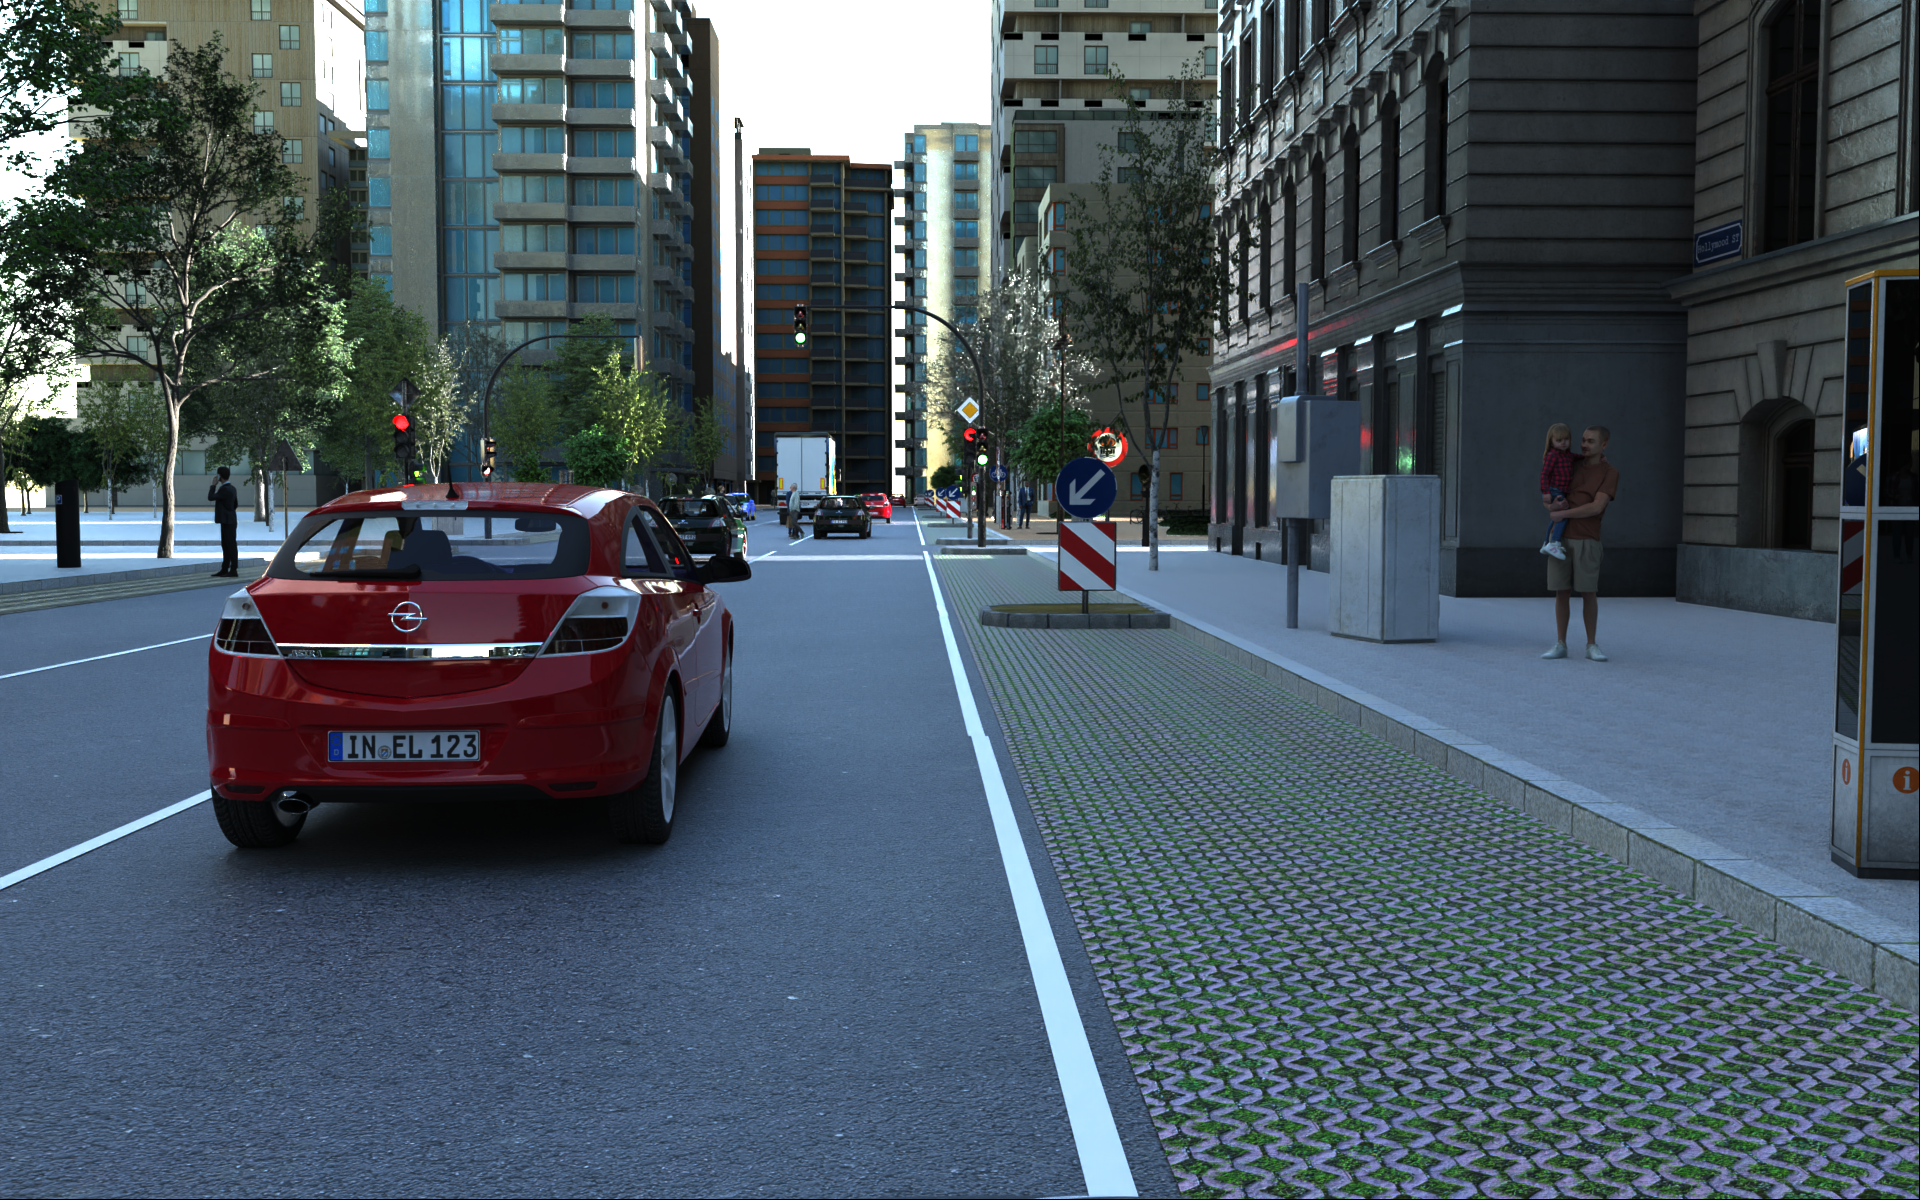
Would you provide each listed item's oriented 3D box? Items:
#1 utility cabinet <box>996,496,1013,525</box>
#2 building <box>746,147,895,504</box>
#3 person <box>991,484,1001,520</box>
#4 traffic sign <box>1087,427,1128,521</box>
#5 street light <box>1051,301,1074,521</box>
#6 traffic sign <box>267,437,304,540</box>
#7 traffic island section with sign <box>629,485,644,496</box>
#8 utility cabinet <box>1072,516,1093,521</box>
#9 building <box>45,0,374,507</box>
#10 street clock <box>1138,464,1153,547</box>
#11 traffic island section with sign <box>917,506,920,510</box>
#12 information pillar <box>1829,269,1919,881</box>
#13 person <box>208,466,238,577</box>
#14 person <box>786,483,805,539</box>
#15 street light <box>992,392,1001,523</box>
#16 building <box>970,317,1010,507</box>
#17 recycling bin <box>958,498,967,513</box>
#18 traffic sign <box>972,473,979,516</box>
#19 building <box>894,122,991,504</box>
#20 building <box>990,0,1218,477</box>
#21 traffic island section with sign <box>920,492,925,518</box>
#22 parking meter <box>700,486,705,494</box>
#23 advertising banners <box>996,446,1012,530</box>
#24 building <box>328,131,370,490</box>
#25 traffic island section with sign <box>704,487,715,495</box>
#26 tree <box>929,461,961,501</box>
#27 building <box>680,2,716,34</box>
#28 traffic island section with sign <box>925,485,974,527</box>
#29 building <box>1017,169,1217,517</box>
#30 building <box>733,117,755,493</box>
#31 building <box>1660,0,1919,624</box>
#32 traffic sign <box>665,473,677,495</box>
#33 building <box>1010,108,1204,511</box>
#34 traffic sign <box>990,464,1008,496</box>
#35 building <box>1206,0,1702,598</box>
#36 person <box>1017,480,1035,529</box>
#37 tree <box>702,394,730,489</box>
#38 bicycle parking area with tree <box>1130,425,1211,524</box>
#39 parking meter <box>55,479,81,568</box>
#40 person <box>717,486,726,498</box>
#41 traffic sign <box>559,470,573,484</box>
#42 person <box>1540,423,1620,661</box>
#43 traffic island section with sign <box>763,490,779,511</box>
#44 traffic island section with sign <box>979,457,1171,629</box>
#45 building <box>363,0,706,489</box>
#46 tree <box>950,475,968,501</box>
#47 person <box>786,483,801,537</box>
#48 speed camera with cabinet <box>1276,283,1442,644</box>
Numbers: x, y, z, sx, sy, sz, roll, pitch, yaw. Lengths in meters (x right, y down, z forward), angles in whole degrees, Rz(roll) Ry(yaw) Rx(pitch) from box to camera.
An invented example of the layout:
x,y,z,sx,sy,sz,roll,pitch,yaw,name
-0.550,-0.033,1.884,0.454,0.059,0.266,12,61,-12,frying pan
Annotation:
x,y,z,sx,sy,sz,roll,pitch,yaw,name
1.866,-3.788,73.097,0.306,1.237,1.020,-2,4,-25,utility cabinet
-22.830,-34.687,221.754,28.867,44.769,22.147,0,4,-2,building
1.801,-4.850,85.519,0.728,1.800,0.709,-2,4,-35,person
2.812,-2.014,33.042,0.768,2.556,0.104,0,4,4,traffic sign
2.459,-4.209,41.602,0.468,5.910,1.993,0,4,-2,street light
-15.484,-2.432,39.766,0.884,2.594,0.081,0,4,6,traffic sign
-13.931,-4.033,74.561,1.989,1.847,2.006,0,4,-2,traffic island section with sign
2.670,-1.795,38.030,0.318,1.500,1.173,0,4,-5,utility cabinet
-75.281,-36.161,180.474,27.495,52.752,28.713,0,4,-2,building
4.577,-2.308,42.312,0.358,2.002,0.471,-2,4,-30,street clock
-2.710,-8.798,152.477,1.989,1.847,2.006,0,4,-2,traffic island section with sign
3.161,-0.082,5.834,0.304,2.012,0.304,1,4,10,information pillar
-12.637,-1.335,29.697,0.474,1.900,0.648,-1,4,-21,person
-5.213,-2.809,54.906,0.515,1.767,0.782,-1,4,-16,person
1.579,-6.340,76.449,0.468,5.910,1.993,0,4,-2,street light
15.375,-20.759,184.446,27.650,21.520,28.899,0,4,-2,building
0.305,-6.430,117.681,0.722,1.027,0.722,1,4,19,recycling bin
1.024,-6.161,100.845,0.768,2.556,0.104,0,4,6,traffic sign
6.806,-36.899,222.898,30.456,49.044,23.786,0,4,-2,building
16.717,-34.557,154.251,28.713,52.752,27.495,0,4,-2,building
-1.235,-5.739,102.464,1.989,1.847,2.006,0,4,-2,traffic island section with sign
-17.542,-6.880,118.192,0.255,1.863,0.399,1,4,11,parking meter
1.581,-4.086,62.988,0.090,3.025,2.074,-1,4,-13,advertising banners
-48.704,-29.917,181.024,23.993,40.220,32.217,0,4,-2,building
-14.749,-5.729,102.294,1.989,1.847,2.006,0,4,-2,traffic island section with sign
-1.160,-11.380,169.780,4.285,4.588,4.351,0,3,0,tree
-29.211,-31.261,161.233,14.600,45.320,14.200,0,4,-2,building
-0.417,-4.050,74.838,1.989,1.847,2.006,0,4,-2,traffic island section with sign
18.371,-16.287,111.339,27.650,21.520,28.899,0,4,-2,building
-29.917,-30.963,189.833,14.086,41.232,14.154,0,4,-2,building
14.194,-11.260,3.180,14.460,24.649,34.723,0,4,-2,building
-17.434,-6.385,104.495,0.768,2.556,0.104,0,4,4,traffic sign
10.771,-22.147,133.799,14.160,30.474,14.107,0,4,-2,building
1.643,-4.506,73.778,0.768,2.556,0.104,0,4,4,traffic sign
10.562,-11.052,29.858,9.793,20.994,18.267,0,4,-2,building
2.435,-3.552,64.307,0.721,1.800,0.419,-1,4,-13,person
-18.517,-10.738,125.921,4.737,8.622,4.395,0,3,0,tree
11.704,-5.360,74.638,8.231,4.147,9.016,-3,4,-38,bicycle parking area with tree
-15.577,-1.335,30.239,0.372,1.533,0.369,0,3,0,parking meter
-9.596,-3.689,69.245,0.534,1.772,0.576,0,4,3,person
-16.572,-4.329,72.911,0.606,2.300,0.079,0,4,0,traffic sign
4.747,-0.454,13.435,0.580,1.828,0.573,0,4,-6,person
-16.200,-8.753,151.741,1.989,1.847,2.006,0,4,-2,traffic island section with sign
1.219,-0.649,19.235,1.989,1.847,2.006,0,4,-2,traffic island section with sign
-33.483,-31.749,138.699,23.786,49.044,30.456,0,4,-2,building
0.184,-9.367,147.751,1.663,3.219,1.824,0,3,0,tree
-5.576,-3.010,57.902,0.419,1.800,0.721,2,4,33,person
3.593,-1.309,15.738,0.660,3.252,2.038,-1,4,-17,speed camera with cabinet
